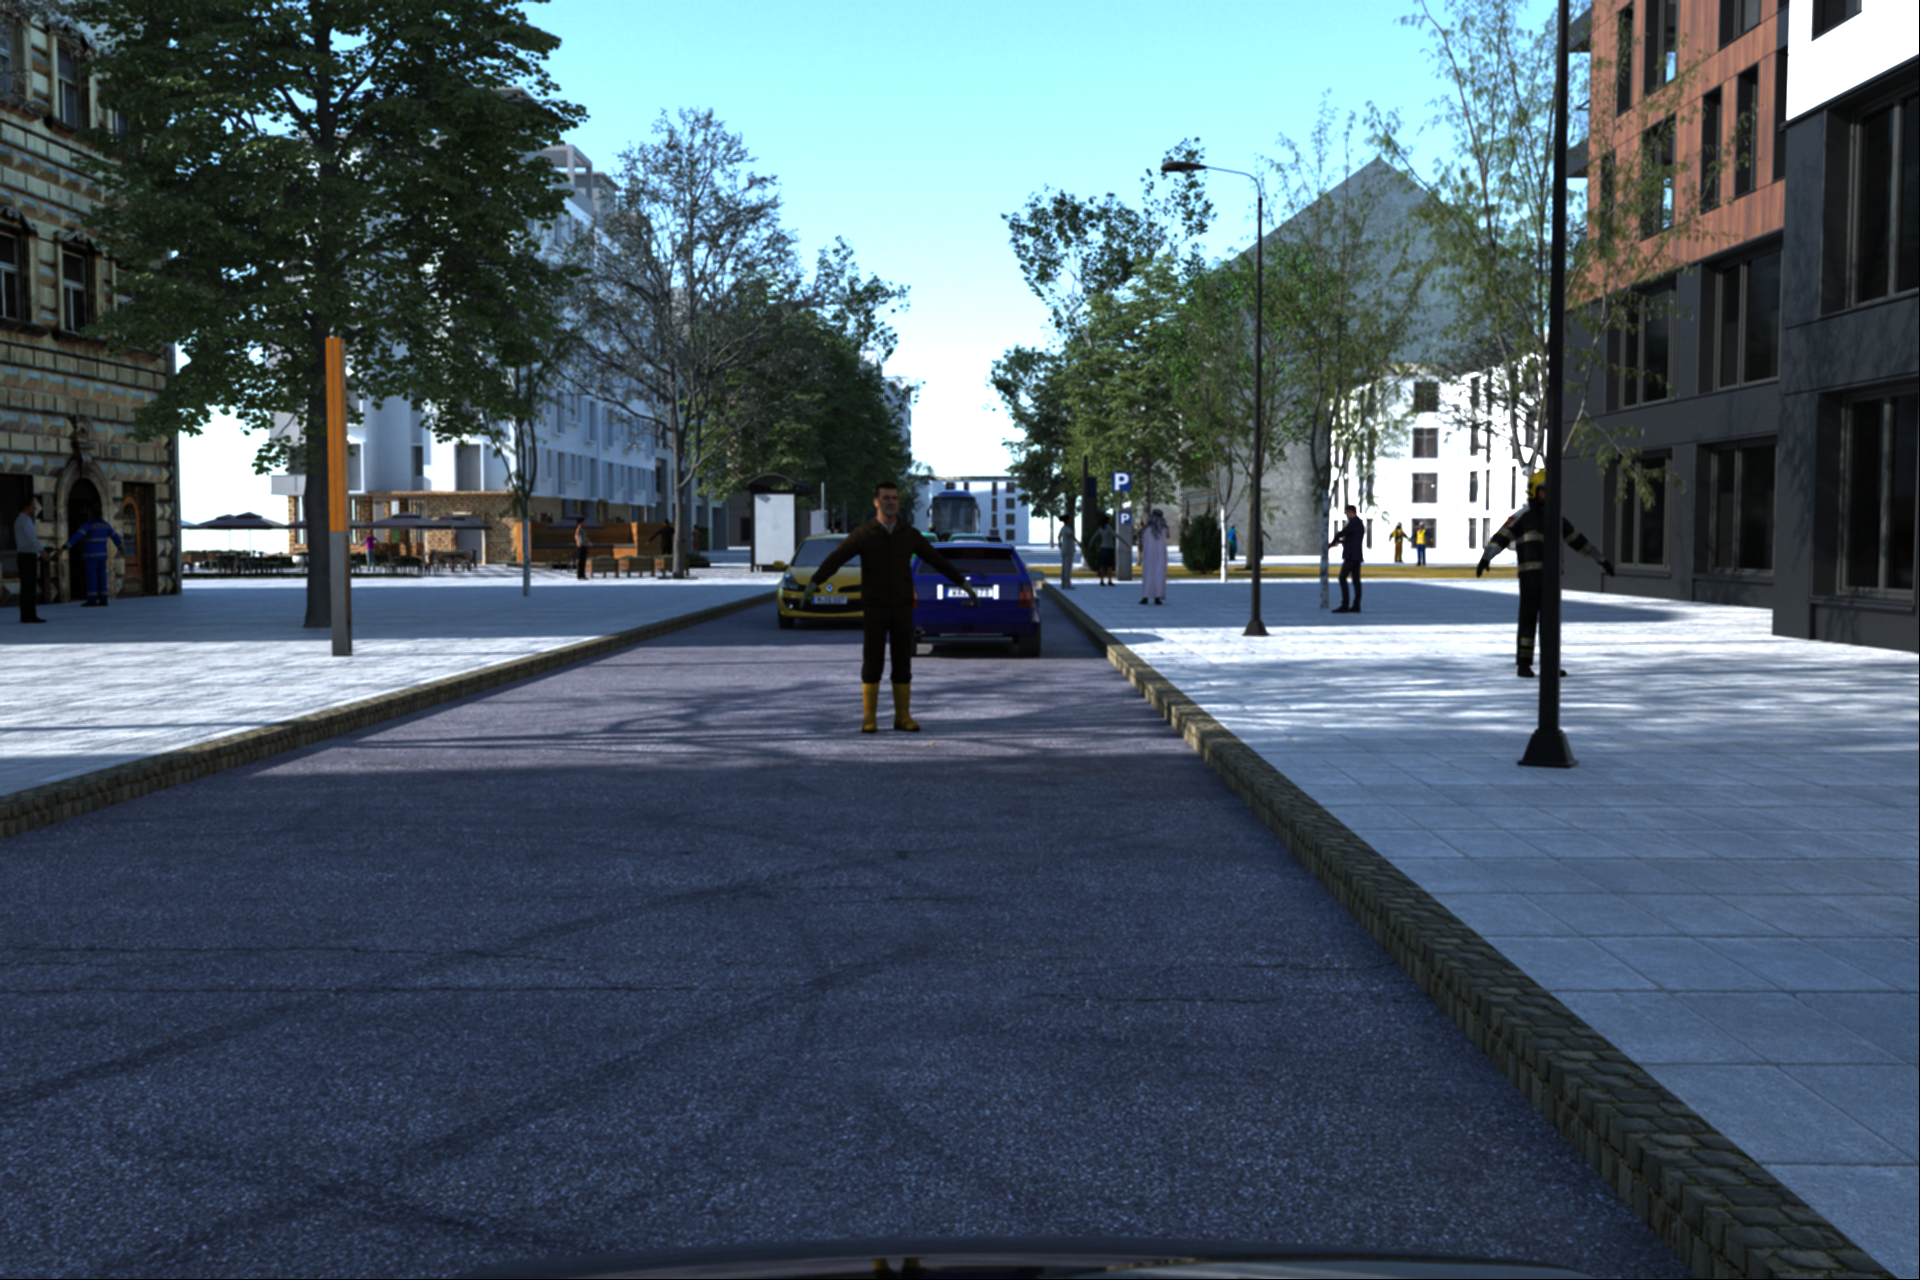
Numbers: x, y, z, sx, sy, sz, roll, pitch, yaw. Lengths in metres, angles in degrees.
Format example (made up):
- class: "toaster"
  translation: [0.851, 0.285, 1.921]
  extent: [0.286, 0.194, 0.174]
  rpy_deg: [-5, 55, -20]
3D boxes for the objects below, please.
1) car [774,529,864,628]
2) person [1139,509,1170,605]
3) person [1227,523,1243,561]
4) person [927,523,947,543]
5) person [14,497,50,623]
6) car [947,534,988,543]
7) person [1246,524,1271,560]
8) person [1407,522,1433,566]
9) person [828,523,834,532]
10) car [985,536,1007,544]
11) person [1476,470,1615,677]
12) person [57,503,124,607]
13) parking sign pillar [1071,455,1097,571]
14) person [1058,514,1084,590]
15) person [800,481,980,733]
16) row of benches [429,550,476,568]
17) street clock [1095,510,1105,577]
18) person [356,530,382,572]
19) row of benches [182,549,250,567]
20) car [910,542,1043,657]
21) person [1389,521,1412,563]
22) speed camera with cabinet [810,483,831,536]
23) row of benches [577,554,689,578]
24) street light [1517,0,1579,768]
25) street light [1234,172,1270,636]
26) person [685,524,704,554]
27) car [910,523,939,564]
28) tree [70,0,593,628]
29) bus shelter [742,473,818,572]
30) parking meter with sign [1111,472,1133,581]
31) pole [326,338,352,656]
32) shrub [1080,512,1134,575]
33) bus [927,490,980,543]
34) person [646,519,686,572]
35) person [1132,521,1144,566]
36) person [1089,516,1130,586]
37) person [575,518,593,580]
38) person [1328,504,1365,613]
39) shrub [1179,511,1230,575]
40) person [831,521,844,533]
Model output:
- class: "car"
  translation: [-1.887, -1.060, 27.549]
  extent: [2.015, 1.641, 3.980]
  rpy_deg: [0, 4, 1]
- class: "person"
  translation: [3.563, -1.521, 31.578]
  extent: [0.551, 1.740, 0.621]
  rpy_deg: [-1, 4, -16]
- class: "person"
  translation: [13.105, -4.706, 83.062]
  extent: [0.704, 1.817, 1.347]
  rpy_deg: [-2, 4, -26]
- class: "person"
  translation: [-1.058, -3.589, 66.915]
  extent: [1.354, 1.856, 0.705]
  rpy_deg: [1, 4, 19]
- class: "person"
  translation: [-13.477, -1.158, 25.097]
  extent: [0.704, 1.810, 1.344]
  rpy_deg: [-3, 5, -40]
- class: "car"
  translation: [0.262, -3.076, 62.085]
  extent: [2.131, 1.459, 4.920]
  rpy_deg: [0, 4, 0]
- class: "person"
  translation: [14.982, -4.927, 86.678]
  extent: [1.348, 1.813, 0.705]
  rpy_deg: [-1, 4, -14]
- class: "person"
  translation: [18.452, -3.850, 69.405]
  extent: [0.721, 1.772, 1.216]
  rpy_deg: [-3, 5, -41]
- class: "person"
  translation: [-6.470, -4.928, 86.515]
  extent: [1.347, 1.837, 0.705]
  rpy_deg: [-1, 4, -11]
- class: "car"
  translation: [1.549, -4.849, 91.865]
  extent: [1.945, 1.354, 3.894]
  rpy_deg: [0, 3, 0]
- class: "person"
  translation: [5.222, -0.599, 15.560]
  extent: [1.351, 1.858, 0.704]
  rpy_deg: [-1, 4, -13]
- class: "person"
  translation: [-15.380, -1.516, 30.768]
  extent: [0.704, 1.831, 1.345]
  rpy_deg: [1, 4, 23]
- class: "parking sign pillar"
  translation: [4.445, -4.372, 59.947]
  extent: [1.447, 3.967, 1.447]
  rpy_deg: [0, 4, 0]
- class: "person"
  translation: [2.555, -2.045, 40.200]
  extent: [0.721, 1.739, 1.217]
  rpy_deg: [-1, 4, -21]
- class: "person"
  translation: [-0.519, -0.243, 12.569]
  extent: [1.346, 1.812, 0.704]
  rpy_deg: [-1, 4, -17]
- class: "row of benches"
  translation: [-19.539, -3.131, 66.649]
  extent: [1.422, 0.672, 4.104]
  rpy_deg: [0, 4, 1]
- class: "street clock"
  translation: [4.212, -2.889, 51.807]
  extent: [0.358, 2.002, 0.471]
  rpy_deg: [0, 3, 0]
- class: "person"
  translation: [-20.141, -3.047, 59.088]
  extent: [0.599, 1.433, 0.991]
  rpy_deg: [3, 5, 39]
- class: "row of benches"
  translation: [-29.763, -3.275, 69.004]
  extent: [1.422, 0.672, 4.104]
  rpy_deg: [1, 4, 11]
- class: "car"
  translation: [0.092, -0.551, 21.591]
  extent: [1.945, 1.354, 3.894]
  rpy_deg: [0, 3, 0]
- class: "person"
  translation: [19.806, -4.425, 78.118]
  extent: [0.705, 1.858, 1.354]
  rpy_deg: [-2, 4, -33]
- class: "speed camera with cabinet"
  translation: [-5.413, -4.457, 67.213]
  extent: [0.660, 3.252, 2.038]
  rpy_deg: [0, 4, 2]
- class: "row of benches"
  translation: [-9.677, -2.225, 51.835]
  extent: [1.422, 0.672, 4.104]
  rpy_deg: [3, 4, 36]
- class: "street light"
  translation: [3.820, -2.258, 9.461]
  extent: [1.470, 5.913, 1.316]
  rpy_deg: [0, 4, 1]
- class: "street light"
  translation: [4.278, -3.007, 21.704]
  extent: [1.470, 5.913, 1.316]
  rpy_deg: [0, 4, 0]
- class: "person"
  translation: [-12.441, -4.547, 81.149]
  extent: [0.721, 1.733, 1.217]
  rpy_deg: [3, 4, 38]
- class: "car"
  translation: [-1.375, -2.772, 54.123]
  extent: [1.959, 1.807, 4.718]
  rpy_deg: [0, 4, 1]
- class: "tree"
  translation: [-8.644, -6.470, 23.915]
  extent: [7.486, 12.596, 7.792]
  rpy_deg: [0, 3, 0]
- class: "bus shelter"
  translation: [-6.234, -4.080, 60.630]
  extent: [2.014, 3.302, 5.546]
  rpy_deg: [0, 4, 1]
- class: "parking meter with sign"
  translation: [4.517, -3.160, 47.927]
  extent: [0.543, 3.016, 1.738]
  rpy_deg: [0, 4, 1]
- class: "pole"
  translation: [-6.498, -1.485, 18.122]
  extent: [0.158, 3.312, 0.155]
  rpy_deg: [0, 3, 0]
- class: "shrub"
  translation: [4.566, -3.023, 53.846]
  extent: [1.690, 2.028, 1.600]
  rpy_deg: [0, 3, 0]
- class: "bus"
  translation: [-0.199, -6.642, 100.138]
  extent: [2.896, 3.916, 12.251]
  rpy_deg: [0, 4, 1]
- class: "person"
  translation: [-9.918, -3.201, 58.557]
  extent: [1.346, 1.802, 0.704]
  rpy_deg: [-1, 4, -16]
- class: "person"
  translation: [7.387, -3.928, 70.501]
  extent: [1.348, 1.796, 0.705]
  rpy_deg: [-2, 4, -29]
- class: "person"
  translation: [3.679, -2.204, 42.874]
  extent: [1.217, 1.735, 0.721]
  rpy_deg: [3, 5, 40]
- class: "person"
  translation: [-10.531, -2.554, 48.573]
  extent: [0.721, 1.737, 1.217]
  rpy_deg: [0, 4, 5]
- class: "person"
  translation: [6.307, -1.338, 28.372]
  extent: [0.568, 1.767, 0.683]
  rpy_deg: [2, 4, 32]
- class: "shrub"
  translation: [7.778, -3.106, 55.196]
  extent: [1.690, 2.028, 1.600]
  rpy_deg: [0, 3, 0]
- class: "person"
  translation: [-5.189, -4.145, 73.916]
  extent: [1.345, 1.843, 0.704]
  rpy_deg: [2, 4, 31]
